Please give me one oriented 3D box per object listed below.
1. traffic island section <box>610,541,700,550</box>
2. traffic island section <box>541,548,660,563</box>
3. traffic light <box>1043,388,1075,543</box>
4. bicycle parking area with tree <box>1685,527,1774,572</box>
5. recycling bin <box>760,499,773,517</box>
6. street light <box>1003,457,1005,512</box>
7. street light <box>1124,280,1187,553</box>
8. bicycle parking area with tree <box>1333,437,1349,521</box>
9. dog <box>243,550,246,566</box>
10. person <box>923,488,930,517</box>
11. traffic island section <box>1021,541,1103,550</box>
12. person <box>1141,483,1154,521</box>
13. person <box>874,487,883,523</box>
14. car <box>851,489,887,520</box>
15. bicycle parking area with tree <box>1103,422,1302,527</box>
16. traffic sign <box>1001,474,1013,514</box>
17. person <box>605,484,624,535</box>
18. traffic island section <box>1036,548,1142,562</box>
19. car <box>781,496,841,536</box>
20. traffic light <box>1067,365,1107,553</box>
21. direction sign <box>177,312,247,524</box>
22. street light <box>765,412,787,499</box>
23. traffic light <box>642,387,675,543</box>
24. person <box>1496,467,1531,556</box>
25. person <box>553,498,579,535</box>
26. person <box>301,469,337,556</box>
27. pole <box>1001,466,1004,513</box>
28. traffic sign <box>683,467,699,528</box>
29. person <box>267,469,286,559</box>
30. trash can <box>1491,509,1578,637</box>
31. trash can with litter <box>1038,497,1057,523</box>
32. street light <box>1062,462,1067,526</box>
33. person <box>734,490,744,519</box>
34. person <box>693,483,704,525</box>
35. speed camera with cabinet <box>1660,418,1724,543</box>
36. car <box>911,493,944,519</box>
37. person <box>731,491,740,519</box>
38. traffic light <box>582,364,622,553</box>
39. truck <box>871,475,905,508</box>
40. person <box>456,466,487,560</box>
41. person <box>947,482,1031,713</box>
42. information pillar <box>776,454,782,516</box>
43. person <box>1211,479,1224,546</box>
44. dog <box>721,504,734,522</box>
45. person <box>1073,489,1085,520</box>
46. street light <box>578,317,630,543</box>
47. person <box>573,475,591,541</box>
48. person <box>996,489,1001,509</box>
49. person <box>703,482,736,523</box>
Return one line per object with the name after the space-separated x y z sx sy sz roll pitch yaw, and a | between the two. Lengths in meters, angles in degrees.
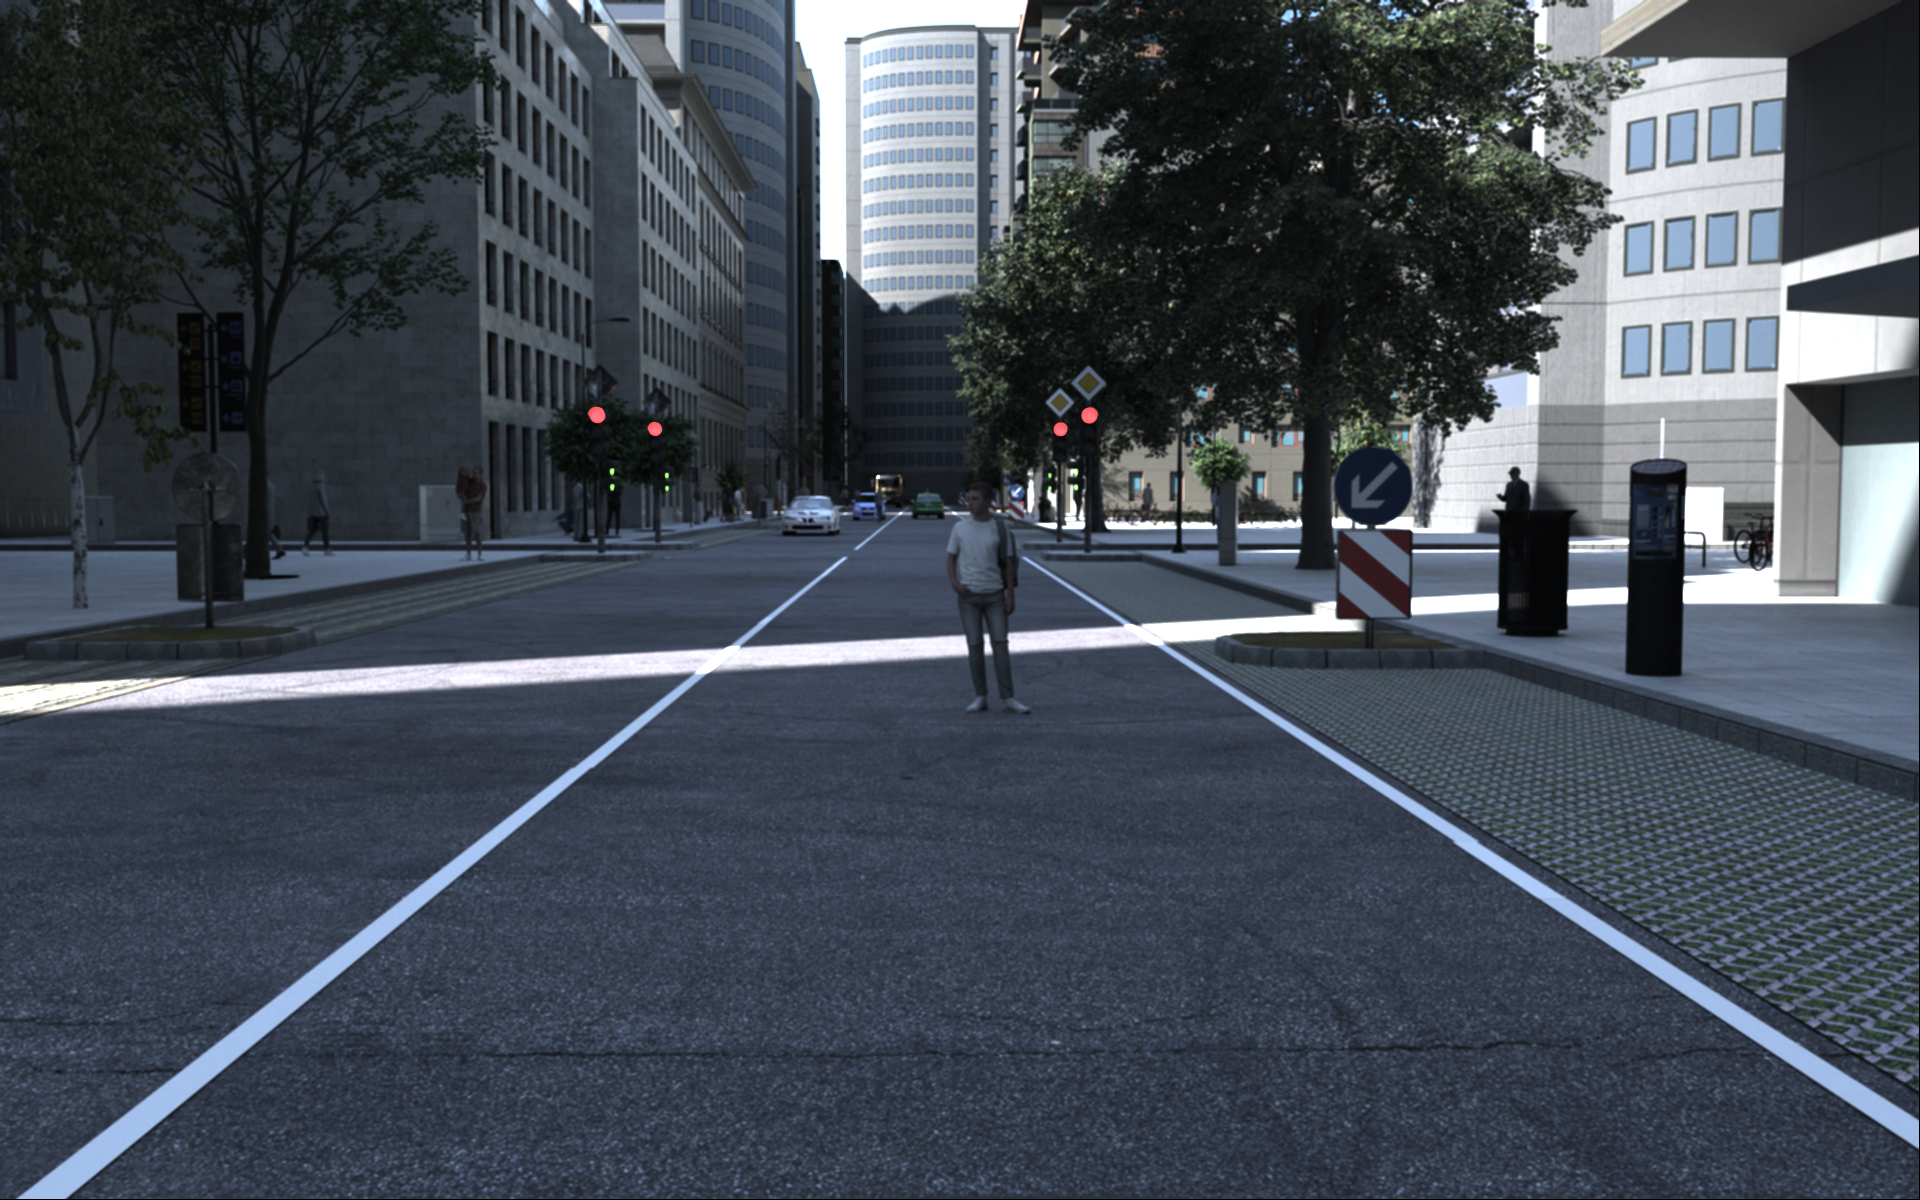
-7.986 -1.431 45.682 2.009 0.180 2.903 0 4 -1 | traffic island section
-7.823 -0.943 37.698 2.009 0.180 2.903 0 4 -1 | traffic island section
2.613 -3.478 45.778 0.839 4.253 0.868 0 4 -1 | traffic light
16.552 -2.567 28.973 8.231 4.147 9.016 1 4 11 | bicycle parking area with tree
-10.819 -5.165 96.996 0.722 1.027 0.722 0 4 -6 | recycling bin
2.501 -9.076 120.938 1.470 5.913 1.316 0 4 -1 | street light
4.247 -3.984 37.682 1.470 5.913 1.316 0 4 -1 | street light
21.208 -6.031 85.614 8.231 4.147 9.016 2 4 33 | bicycle parking area with tree
-12.097 -0.772 29.451 0.406 0.507 0.540 -2 4 -29 | dog
-2.053 -6.190 109.828 0.709 1.813 0.853 -1 4 -17 | person
2.654 -1.444 45.893 2.009 0.180 2.903 0 4 -1 | traffic island section
8.941 -4.669 82.504 0.709 1.813 0.853 2 4 31 | person
-4.104 -4.762 86.548 0.537 1.800 0.526 -2 4 -33 | person
-4.973 -5.230 95.101 1.945 1.707 3.694 0 4 0 | car
9.750 -5.090 70.217 9.016 4.147 8.231 0 4 6 | bicycle parking area with tree
3.027 -6.849 112.083 0.768 2.556 0.104 1 4 8 | traffic sign
-10.921 -3.006 54.559 0.648 1.900 0.474 1 4 21 | person
2.816 -0.956 37.910 2.009 0.180 2.903 0 4 -1 | traffic island section
-5.243 -2.992 61.286 2.083 1.381 4.827 0 4 -1 | car
2.776 -2.989 37.795 0.839 4.253 0.868 0 4 -1 | traffic light
-9.352 -1.817 21.711 0.876 3.537 0.379 0 4 8 | direction sign
-10.517 -7.700 98.435 1.470 5.913 1.316 0 4 -1 | street light
-7.945 -3.463 45.548 0.839 4.253 0.868 0 4 -1 | traffic light
10.551 -1.643 33.076 0.590 1.801 0.661 -2 4 -29 | person
-12.225 -2.581 53.745 0.738 1.151 1.012 2 4 30 | person
-13.390 -1.821 35.998 0.709 1.800 0.728 3 5 40 | person
2.871 -7.537 117.070 0.158 3.312 0.155 0 3 0 | pole
-10.225 -3.894 65.795 0.606 2.300 0.079 0 4 2 | traffic sign
-13.665 -1.702 33.967 0.767 1.812 0.694 0 4 -5 | person
5.217 -0.251 15.761 0.748 1.137 0.748 0 3 0 | trash can
3.930 -3.992 76.654 0.624 1.170 1.055 -2 4 -33 | trash can with litter
3.574 -5.871 68.526 1.470 5.913 1.316 0 4 -1 | street light
-11.370 -5.011 88.332 0.694 1.780 0.624 -1 4 -12 | person
-10.921 -4.033 72.538 0.362 1.759 0.519 -3 5 -44 | person
19.063 -3.140 45.681 2.038 3.252 0.660 0 4 -7 | speed camera with cabinet
-1.870 -5.617 100.636 1.959 1.807 4.718 0 4 -3 | car
-11.208 -4.878 86.023 0.478 1.798 0.641 -2 4 -28 | person
-7.783 -2.975 37.564 0.839 4.253 0.868 0 4 -1 | traffic light
-7.384 -11.342 181.360 3.469 3.379 9.791 0 4 0 | truck
-9.469 -1.680 33.491 0.580 1.828 0.573 -2 4 -32 | person
0.191 -0.019 11.400 0.503 1.515 0.523 -2 4 -27 | person
-10.669 -6.749 101.699 0.183 3.616 0.504 -2 4 -29 | information pillar
6.150 -1.920 40.160 0.793 1.790 0.793 -1 4 -20 | person
-10.600 -3.981 79.463 0.513 0.831 0.800 -2 4 -26 | dog
5.935 -4.865 85.767 0.590 1.801 0.661 -3 4 -39 | person
-9.346 -4.466 45.560 1.470 5.913 1.316 0 4 -1 | street light
-10.247 -2.496 47.041 0.511 1.800 0.466 2 4 32 | person
3.098 -8.395 143.962 0.621 1.740 0.551 -1 4 -11 | person
-10.801 -4.376 77.802 1.509 1.804 0.699 -1 4 -9 | person
